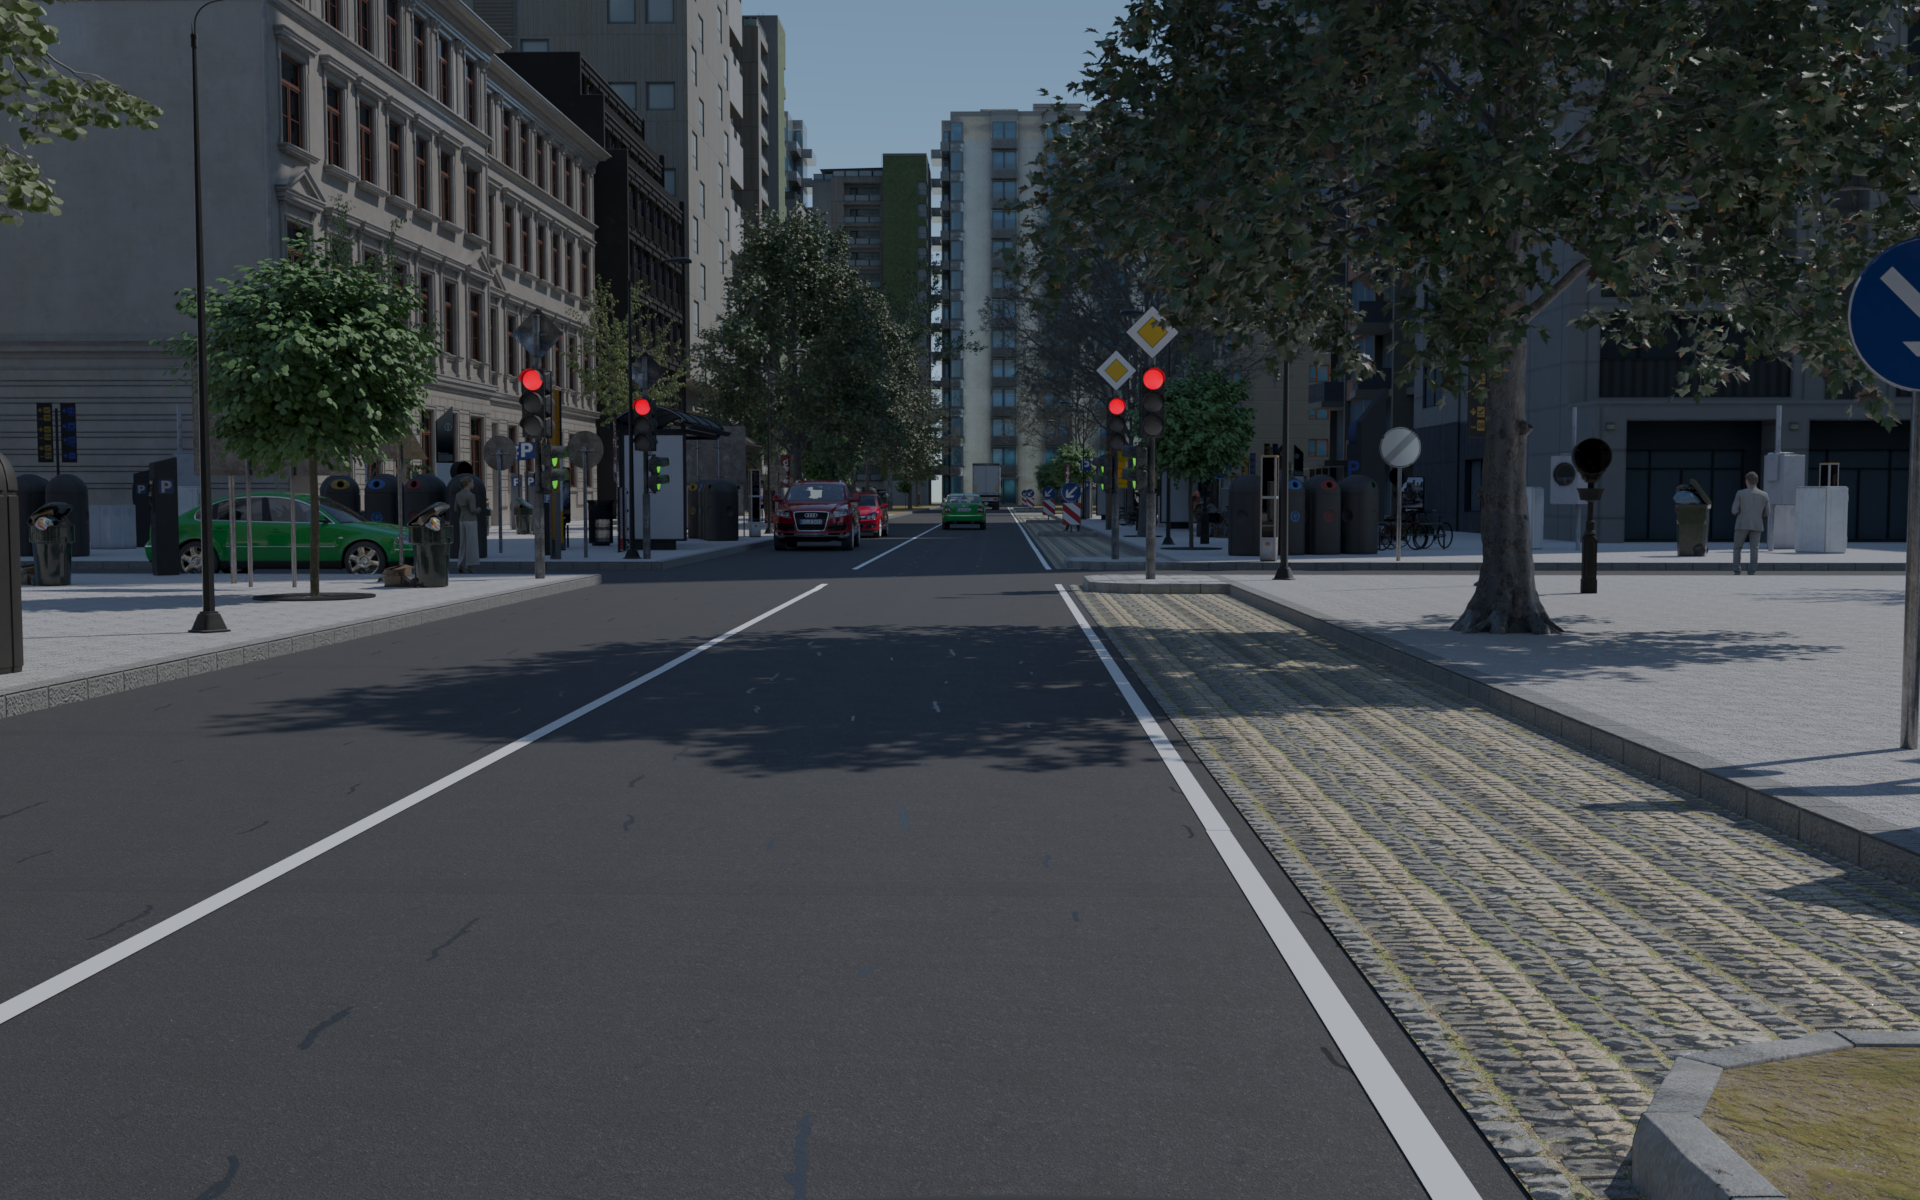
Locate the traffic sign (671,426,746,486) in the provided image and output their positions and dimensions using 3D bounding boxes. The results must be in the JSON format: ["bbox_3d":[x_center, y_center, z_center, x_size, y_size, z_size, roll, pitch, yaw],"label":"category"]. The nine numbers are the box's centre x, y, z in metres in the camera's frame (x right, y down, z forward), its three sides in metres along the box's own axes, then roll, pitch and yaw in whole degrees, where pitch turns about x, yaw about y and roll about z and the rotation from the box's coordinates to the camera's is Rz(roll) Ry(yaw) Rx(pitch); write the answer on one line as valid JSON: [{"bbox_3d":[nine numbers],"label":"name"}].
[{"bbox_3d":[-7.533,-3.544,51.812,2.265,3.308,0.079,0,4,5],"label":"traffic sign"}]

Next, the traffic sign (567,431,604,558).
[{"bbox_3d":[-7.537,-2.123,34.817,0.768,2.556,0.104,0,4,7],"label":"traffic sign"}]

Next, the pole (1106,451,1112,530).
[{"bbox_3d":[5.329,-4.173,62.075,0.158,3.312,0.155,0,3,0],"label":"pole"}]

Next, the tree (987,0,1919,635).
[{"bbox_3d":[4.999,-6.046,15.862,9.611,12.733,9.660,0,3,0],"label":"tree"}]

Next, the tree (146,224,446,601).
[{"bbox_3d":[-8.035,-2.293,21.200,4.285,4.588,4.351,0,3,0],"label":"tree"}]

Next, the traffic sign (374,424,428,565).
[{"bbox_3d":[-8.635,-1.633,26.707,0.884,2.594,0.081,1,4,9],"label":"traffic sign"}]

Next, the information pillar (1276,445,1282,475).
[{"bbox_3d":[14.225,-5.219,76.678,0.504,3.616,0.183,3,5,42],"label":"information pillar"}]

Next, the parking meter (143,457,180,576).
[{"bbox_3d":[-12.558,-1.321,27.304,0.399,1.863,0.255,-3,5,-41],"label":"parking meter"}]

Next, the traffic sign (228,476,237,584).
[{"bbox_3d":[-10.415,-1.508,24.767,0.768,2.556,0.104,1,4,9],"label":"traffic sign"}]

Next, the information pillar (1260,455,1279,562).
[{"bbox_3d":[5.888,-1.742,32.973,0.304,2.012,0.304,1,4,19],"label":"information pillar"}]

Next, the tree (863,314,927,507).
[{"bbox_3d":[-5.750,-12.005,106.657,12.009,13.543,11.850,0,3,0],"label":"tree"}]

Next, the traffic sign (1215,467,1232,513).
[{"bbox_3d":[8.705,-3.539,57.971,0.768,2.556,0.104,0,4,5],"label":"traffic sign"}]

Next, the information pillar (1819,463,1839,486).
[{"bbox_3d":[20.617,-2.241,41.131,0.304,2.012,0.304,-1,4,-20],"label":"information pillar"}]

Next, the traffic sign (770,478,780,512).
[{"bbox_3d":[-8.739,-5.031,82.253,0.884,2.594,0.081,0,4,6],"label":"traffic sign"}]

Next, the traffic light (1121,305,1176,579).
[{"bbox_3d":[2.852,-2.266,25.974,0.839,4.253,0.868,0,4,1],"label":"traffic light"}]

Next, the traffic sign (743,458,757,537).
[{"bbox_3d":[-6.489,-3.110,52.026,0.795,2.450,0.064,0,4,2],"label":"traffic sign"}]

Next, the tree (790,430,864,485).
[{"bbox_3d":[-6.135,-5.879,79.837,4.285,4.588,4.351,0,3,0],"label":"tree"}]

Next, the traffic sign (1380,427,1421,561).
[{"bbox_3d":[8.407,-2.021,33.143,0.768,2.556,0.104,0,4,8],"label":"traffic sign"}]

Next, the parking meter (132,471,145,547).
[{"bbox_3d":[-19.712,-2.205,41.767,0.399,1.863,0.255,-1,4,-11],"label":"parking meter"}]

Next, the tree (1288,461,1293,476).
[{"bbox_3d":[16.588,-5.713,88.010,1.663,3.219,1.824,0,3,0],"label":"tree"}]

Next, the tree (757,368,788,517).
[{"bbox_3d":[-11.014,-9.057,98.440,4.360,8.622,3.978,0,3,0],"label":"tree"}]

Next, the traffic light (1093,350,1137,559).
[{"bbox_3d":[3.033,-2.754,33.957,0.839,4.253,0.868,0,4,1],"label":"traffic light"}]

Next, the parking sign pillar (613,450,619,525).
[{"bbox_3d":[-13.872,-5.129,72.328,1.447,3.967,1.447,-2,4,-29],"label":"parking sign pillar"}]

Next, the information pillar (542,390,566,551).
[{"bbox_3d":[-9.235,-2.933,39.304,0.504,3.616,0.183,1,4,19],"label":"information pillar"}]

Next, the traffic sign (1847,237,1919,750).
[{"bbox_3d":[4.784,-0.523,8.653,0.768,2.556,0.104,0,4,4],"label":"traffic sign"}]

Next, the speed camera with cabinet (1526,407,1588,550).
[{"bbox_3d":[13.352,-2.782,39.815,2.038,3.252,0.660,3,5,44],"label":"speed camera with cabinet"}]

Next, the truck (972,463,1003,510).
[{"bbox_3d":[2.529,-10.612,162.412,2.839,4.237,11.283,0,4,2],"label":"truck"}]

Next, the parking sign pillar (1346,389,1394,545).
[{"bbox_3d":[10.301,-3.393,43.950,1.447,3.967,1.447,3,5,41],"label":"parking sign pillar"}]

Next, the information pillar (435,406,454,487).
[{"bbox_3d":[-13.709,-3.352,46.160,0.504,3.616,0.183,-3,5,-44],"label":"information pillar"}]

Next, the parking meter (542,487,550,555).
[{"bbox_3d":[-8.675,-1.707,36.319,0.372,1.533,0.369,0,3,0],"label":"parking meter"}]

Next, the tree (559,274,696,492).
[{"bbox_3d":[-11.402,-6.636,58.867,4.737,8.622,4.395,0,3,0],"label":"tree"}]

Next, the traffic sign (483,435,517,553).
[{"bbox_3d":[-9.989,-2.293,37.596,0.768,2.556,0.104,1,4,10],"label":"traffic sign"}]

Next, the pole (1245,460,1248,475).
[{"bbox_3d":[15.241,-6.012,92.143,0.158,3.312,0.155,0,3,0],"label":"pole"}]

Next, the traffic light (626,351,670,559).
[{"bbox_3d":[-6.177,-2.766,34.149,0.839,4.253,0.868,0,4,1],"label":"traffic light"}]

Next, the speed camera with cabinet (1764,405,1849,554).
[{"bbox_3d":[18.602,-2.676,38.096,0.660,3.252,2.038,-1,4,-13],"label":"speed camera with cabinet"}]

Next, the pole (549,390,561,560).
[{"bbox_3d":[-7.941,-2.452,33.928,0.158,3.312,0.155,0,3,0],"label":"pole"}]

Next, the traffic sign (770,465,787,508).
[{"bbox_3d":[-7.894,-4.584,75.054,0.768,2.556,0.104,0,4,6],"label":"traffic sign"}]

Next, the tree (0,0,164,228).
[{"bbox_3d":[-7.832,-5.589,9.501,7.486,12.596,7.792,0,3,0],"label":"tree"}]

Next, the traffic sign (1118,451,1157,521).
[{"bbox_3d":[7.950,-5.252,79.735,2.265,3.308,0.079,1,4,11],"label":"traffic sign"}]

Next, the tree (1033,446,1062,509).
[{"bbox_3d":[6.762,-7.187,101.221,4.285,4.588,4.351,0,3,0],"label":"tree"}]

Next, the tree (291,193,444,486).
[{"bbox_3d":[-14.599,-5.638,42.550,4.737,8.622,4.395,0,3,0],"label":"tree"}]

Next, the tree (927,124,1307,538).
[{"bbox_3d":[5.600,-8.620,51.306,12.009,13.543,11.850,0,3,0],"label":"tree"}]

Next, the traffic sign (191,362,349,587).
[{"bbox_3d":[-9.457,-1.826,23.731,2.265,3.308,0.079,0,4,8],"label":"traffic sign"}]

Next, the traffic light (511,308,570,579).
[{"bbox_3d":[-6.357,-2.278,26.166,0.839,4.253,0.868,0,4,1],"label":"traffic light"}]

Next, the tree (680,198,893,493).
[{"bbox_3d":[-6.446,-9.205,67.506,9.611,12.733,9.660,0,3,0],"label":"tree"}]

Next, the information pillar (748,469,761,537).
[{"bbox_3d":[-6.079,-2.862,51.288,0.304,2.012,0.304,-1,4,-20],"label":"information pillar"}]

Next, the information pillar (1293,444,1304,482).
[{"bbox_3d":[15.879,-5.506,81.371,0.504,3.616,0.183,-1,4,-12],"label":"information pillar"}]

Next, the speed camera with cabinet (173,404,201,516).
[{"bbox_3d":[-16.755,-2.645,37.581,0.660,3.252,2.038,-1,4,-20],"label":"speed camera with cabinet"}]
